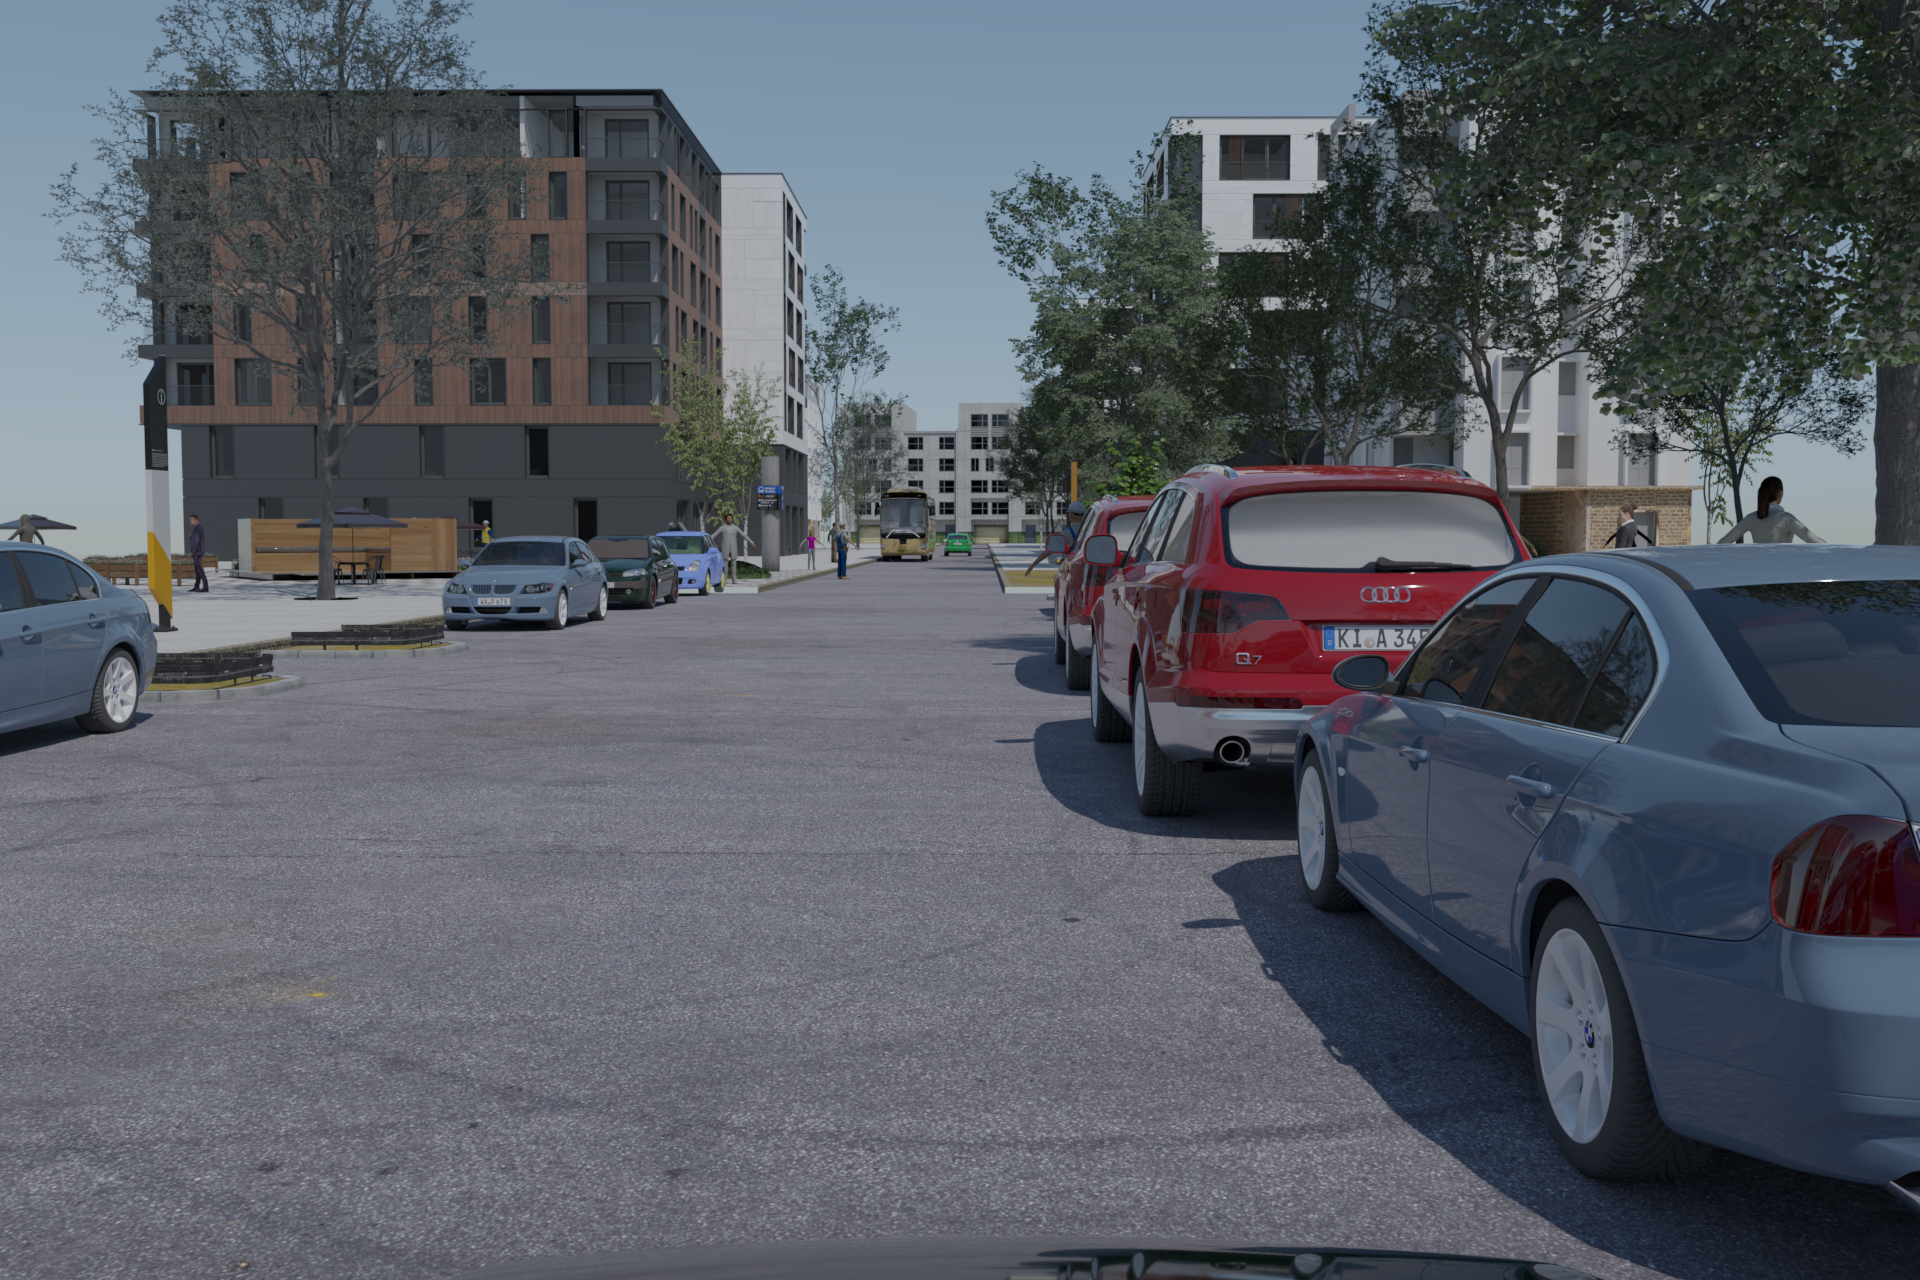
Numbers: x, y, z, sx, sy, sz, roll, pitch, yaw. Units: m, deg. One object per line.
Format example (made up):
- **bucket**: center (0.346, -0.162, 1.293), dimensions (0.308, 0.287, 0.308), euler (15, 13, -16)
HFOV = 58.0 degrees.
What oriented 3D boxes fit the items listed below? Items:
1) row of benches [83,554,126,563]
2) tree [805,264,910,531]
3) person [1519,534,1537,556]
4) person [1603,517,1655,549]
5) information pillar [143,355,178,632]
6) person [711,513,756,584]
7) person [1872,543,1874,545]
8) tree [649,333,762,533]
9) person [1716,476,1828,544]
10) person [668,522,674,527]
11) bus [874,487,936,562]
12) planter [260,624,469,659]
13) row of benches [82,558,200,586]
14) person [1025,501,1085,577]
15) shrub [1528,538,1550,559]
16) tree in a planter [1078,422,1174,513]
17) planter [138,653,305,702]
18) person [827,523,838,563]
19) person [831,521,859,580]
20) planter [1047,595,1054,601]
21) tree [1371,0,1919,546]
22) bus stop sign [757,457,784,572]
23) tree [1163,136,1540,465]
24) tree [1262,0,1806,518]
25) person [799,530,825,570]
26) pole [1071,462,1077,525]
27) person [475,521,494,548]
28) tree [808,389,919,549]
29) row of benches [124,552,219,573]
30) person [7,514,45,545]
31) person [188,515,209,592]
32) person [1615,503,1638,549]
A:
- **row of benches**: center (-27.496, -2.254, 52.310), dimensions (4.104, 0.672, 1.422), euler (-1, 4, -13)
- **tree**: center (-9.818, -16.421, 124.371), dimensions (12.611, 20.169, 13.585), euler (0, 3, 0)
- **person**: center (9.033, -1.360, 29.011), dimensions (1.217, 1.736, 0.721), euler (2, 4, 28)
- **person**: center (16.352, -2.177, 42.323), dimensions (1.216, 1.740, 0.721), euler (2, 4, 30)
- **information pillar**: center (-10.444, -1.909, 22.562), dimensions (0.183, 3.616, 0.504), euler (0, 4, 1)
- **person**: center (-5.899, -2.333, 44.325), dimensions (1.347, 1.806, 0.705), euler (-1, 4, -15)
- **person**: center (9.334, -0.644, 17.345), dimensions (0.721, 1.737, 1.217), euler (0, 4, -3)
- **tree**: center (-9.370, -6.905, 63.258), dimensions (4.737, 8.622, 4.395), euler (0, 3, 0)
- **person**: center (6.369, -0.410, 13.539), dimensions (0.721, 1.735, 1.217), euler (-3, 5, -40)
- **person**: center (-13.029, -4.420, 78.394), dimensions (0.704, 1.817, 1.347), euler (-3, 4, -38)
- **bus**: center (-2.770, -6.241, 93.582), dimensions (2.896, 3.916, 12.252), euler (0, 4, 1)
- **planter**: center (-7.065, 0.014, 20.916), dimensions (1.991, 0.319, 1.994), euler (0, 4, 1)
- **row of benches**: center (-20.734, -1.714, 43.484), dimensions (4.104, 0.672, 1.422), euler (2, 4, 24)
- **person**: center (1.454, -0.830, 21.881), dimensions (1.347, 1.847, 0.705), euler (-2, 4, -27)
- **shrub**: center (15.762, -2.243, 47.792), dimensions (1.383, 1.207, 1.383), euler (0, 3, 0)
- **tree in a planter**: center (2.803, -1.869, 27.778), dimensions (1.991, 3.239, 1.994), euler (0, 4, 2)
- **planter**: center (-7.130, 0.331, 15.729), dimensions (1.991, 0.319, 1.994), euler (0, 4, 1)
- **person**: center (-5.583, -4.345, 77.320), dimensions (0.705, 1.796, 1.348), euler (-3, 4, -38)
- **person**: center (-3.698, -2.837, 54.703), dimensions (0.705, 1.847, 1.347), euler (-3, 5, -42)
- **planter**: center (2.905, -1.026, 37.917), dimensions (1.991, 0.319, 1.994), euler (0, 4, 1)
- **tree**: center (8.297, -6.615, 14.813), dimensions (9.857, 13.997, 8.962), euler (0, 3, 0)
- **bus stop sign**: center (-6.466, -4.285, 59.083), dimensions (0.837, 3.901, 0.837), euler (0, 4, 0)
- **tree**: center (9.026, -6.528, 41.142), dimensions (8.767, 10.594, 7.601), euler (-1, 4, -12)
- **tree**: center (8.732, -5.680, 27.282), dimensions (8.767, 10.594, 7.601), euler (1, 4, 20)
- **person**: center (-5.273, -3.208, 61.721), dimensions (0.991, 1.433, 0.599), euler (-2, 4, -26)
- **pole**: center (3.229, -3.382, 49.132), dimensions (0.158, 3.312, 0.155), euler (0, 3, 0)
- **person**: center (-19.363, -3.959, 70.706), dimensions (1.349, 1.833, 0.705), euler (3, 5, 43)
- **tree**: center (-8.439, -14.357, 145.105), dimensions (12.009, 13.543, 11.850), euler (0, 3, 0)
- **row of benches**: center (-26.474, -2.615, 58.224), dimensions (4.104, 0.672, 1.422), euler (2, 4, 28)
- **person**: center (-24.818, -2.438, 45.995), dimensions (0.705, 1.813, 1.348), euler (1, 4, 20)
- **person**: center (-16.818, -1.910, 38.193), dimensions (0.530, 1.710, 0.541), euler (0, 4, -7)
- **person**: center (9.464, -1.097, 24.784), dimensions (0.445, 1.727, 0.742), euler (0, 4, 8)
